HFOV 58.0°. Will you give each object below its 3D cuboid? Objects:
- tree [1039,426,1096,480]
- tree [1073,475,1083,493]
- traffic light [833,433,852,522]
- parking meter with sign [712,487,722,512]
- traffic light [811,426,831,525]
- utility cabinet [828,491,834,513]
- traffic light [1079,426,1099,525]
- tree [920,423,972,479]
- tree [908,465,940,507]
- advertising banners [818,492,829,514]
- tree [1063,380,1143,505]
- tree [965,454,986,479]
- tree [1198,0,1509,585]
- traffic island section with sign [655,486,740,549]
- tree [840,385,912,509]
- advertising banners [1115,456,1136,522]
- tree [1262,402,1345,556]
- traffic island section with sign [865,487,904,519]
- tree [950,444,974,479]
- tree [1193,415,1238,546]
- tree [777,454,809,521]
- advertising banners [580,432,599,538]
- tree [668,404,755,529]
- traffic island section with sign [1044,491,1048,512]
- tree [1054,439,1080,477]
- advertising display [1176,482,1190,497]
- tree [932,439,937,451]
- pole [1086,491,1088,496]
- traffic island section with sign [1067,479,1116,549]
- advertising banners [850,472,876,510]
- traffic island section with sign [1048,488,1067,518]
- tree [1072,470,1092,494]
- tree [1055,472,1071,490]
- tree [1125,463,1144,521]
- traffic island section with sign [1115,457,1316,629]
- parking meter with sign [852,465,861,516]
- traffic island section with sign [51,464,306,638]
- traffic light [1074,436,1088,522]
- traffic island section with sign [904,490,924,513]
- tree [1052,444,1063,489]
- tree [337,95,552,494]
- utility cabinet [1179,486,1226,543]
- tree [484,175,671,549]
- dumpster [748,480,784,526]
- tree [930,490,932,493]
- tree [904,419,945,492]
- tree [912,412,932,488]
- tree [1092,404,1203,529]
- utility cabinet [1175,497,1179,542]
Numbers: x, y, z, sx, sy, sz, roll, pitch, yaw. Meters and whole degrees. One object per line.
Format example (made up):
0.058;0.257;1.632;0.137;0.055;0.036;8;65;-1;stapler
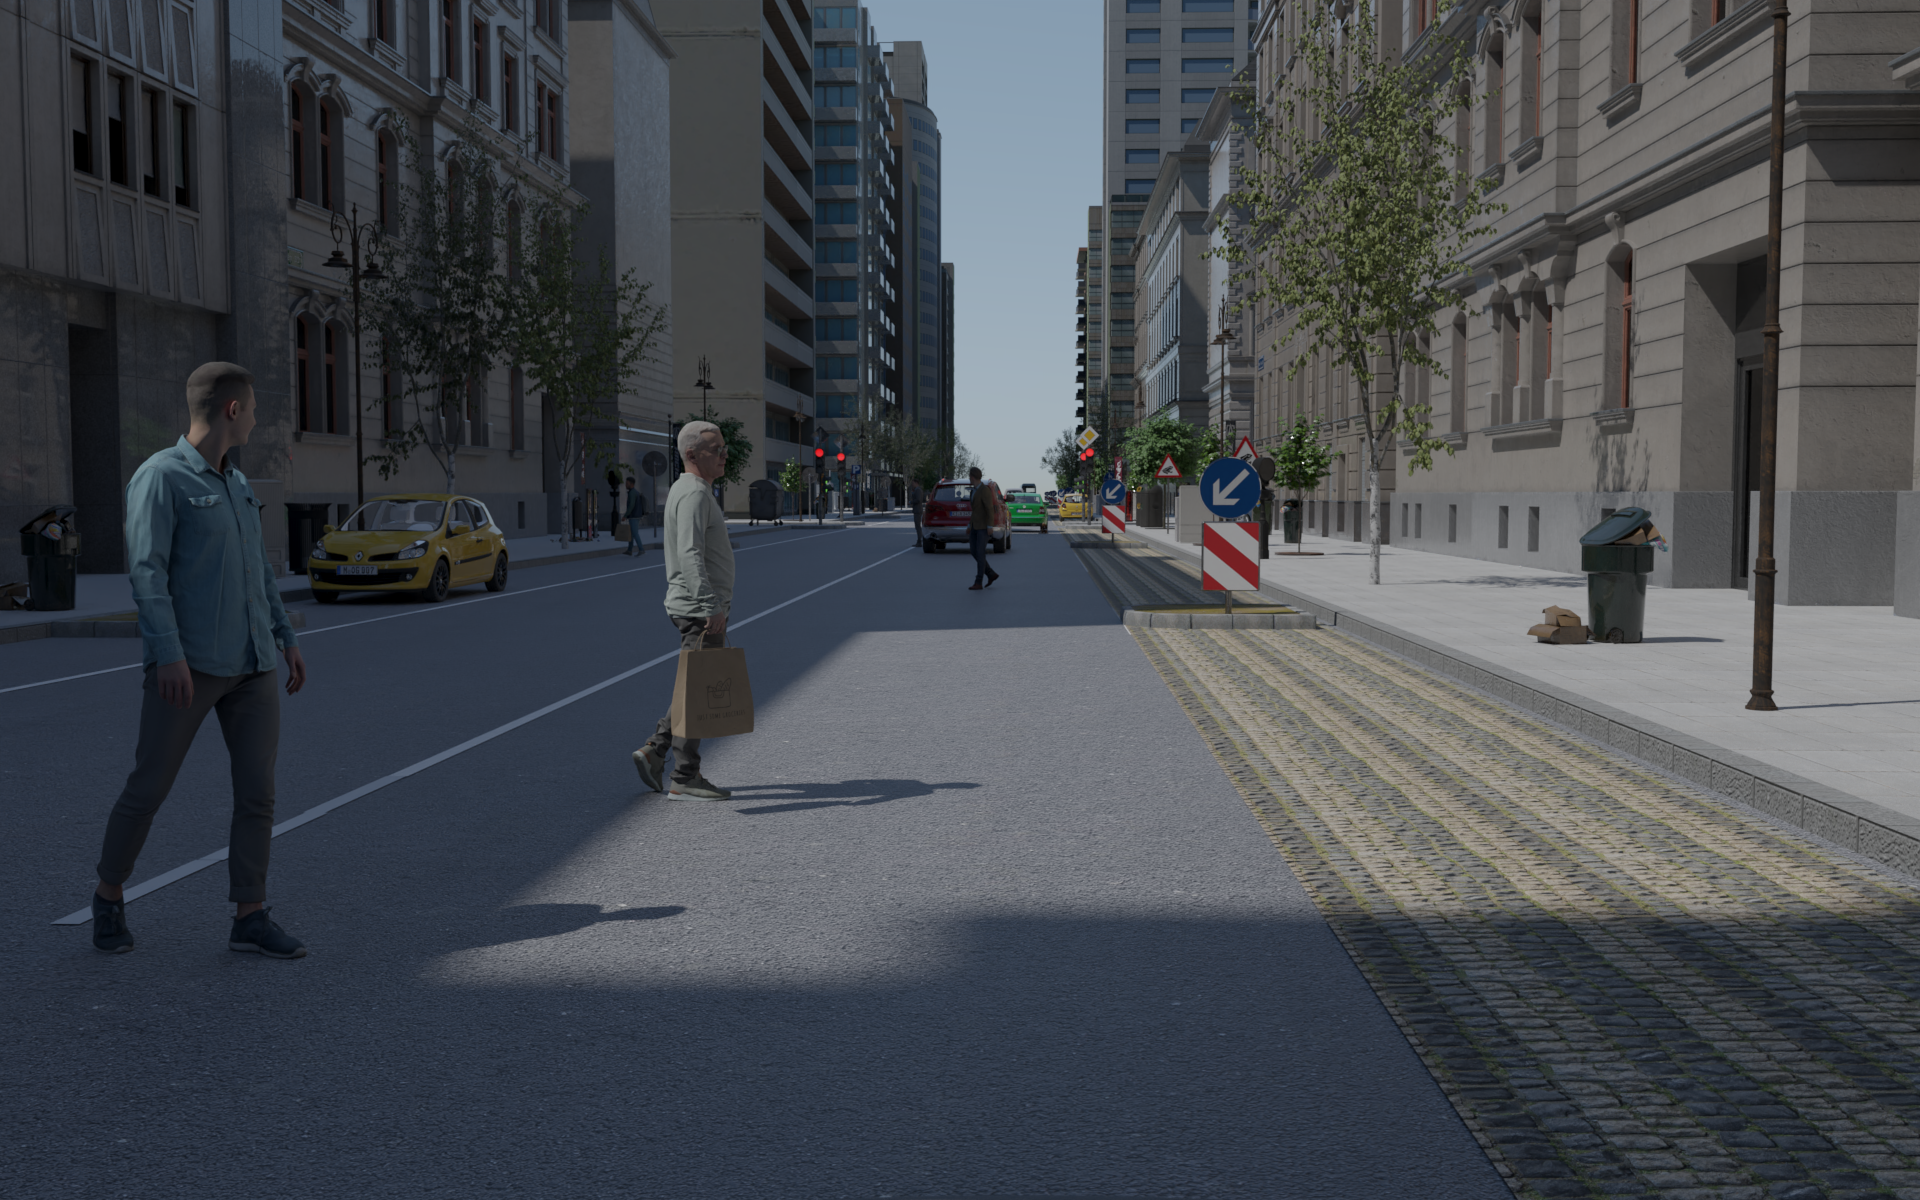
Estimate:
14.775;-18.495;236.806;8.767;10.594;7.601;1;4;15;tree
10.817;-9.583;151.282;1.663;3.219;1.824;0;3;0;tree
-5.416;-5.545;79.575;0.839;4.253;0.868;0;4;2;traffic light
-10.235;-4.466;69.281;0.543;3.016;1.738;3;5;44;parking meter with sign
-5.755;-5.057;71.598;0.839;4.253;0.868;0;4;2;traffic light
-8.662;-6.568;116.070;0.318;1.500;1.173;0;4;2;utility cabinet
5.297;-5.029;71.145;0.839;4.253;0.868;0;4;2;traffic light
-2.376;-17.915;227.315;8.767;10.594;7.601;1;4;9;tree
-3.697;-11.785;176.401;4.285;4.588;4.351;0;3;0;tree
-9.455;-7.046;111.391;2.074;3.025;0.090;-1;4;-17;advertising banners
9.358;-9.802;110.624;4.360;8.622;3.978;0;3;0;tree
2.431;-22.000;310.066;4.737;8.622;4.395;0;3;0;tree
5.702;-4.514;24.170;4.737;8.622;4.395;0;3;0;tree
-6.894;-2.273;45.791;1.989;1.847;2.006;0;4;2;traffic island section with sign
-6.357;-10.246;117.884;4.360;8.622;3.978;0;3;0;tree
7.832;-5.123;79.941;0.090;3.025;2.074;-3;4;-37;advertising banners
7.128;-2.561;36.476;1.663;3.219;1.824;0;3;0;tree
-4.515;-5.701;101.843;1.989;1.847;2.006;0;4;2;traffic island section with sign
0.068;-18.675;255.692;4.360;8.622;3.978;0;3;0;tree
6.228;-2.948;42.793;1.663;3.219;1.824;0;3;0;tree
-7.876;-5.406;82.989;1.663;3.219;1.824;0;3;0;tree
-10.604;-3.262;49.518;0.090;3.025;2.074;0;4;1;advertising banners
-9.109;-4.851;63.024;4.285;4.588;4.351;0;3;0;tree
7.461;-7.360;128.965;1.989;1.847;2.006;0;4;2;traffic island section with sign
14.099;-16.496;220.077;4.737;8.622;4.395;0;3;0;tree
11.756;-5.268;91.346;0.974;1.923;0.123;-3;5;-40;advertising display
-4.439;-12.132;148.727;4.360;8.622;3.978;0;3;0;tree
10.311;-8.976;140.605;0.158;3.312;0.155;0;3;0;pole
3.940;-2.293;46.117;1.989;1.847;2.006;0;4;2;traffic island section with sign
-7.837;-8.778;139.704;2.074;3.025;0.090;0;4;7;advertising banners
6.321;-5.713;102.034;1.989;1.847;2.006;0;4;2;traffic island section with sign
10.778;-8.916;129.485;4.285;4.588;4.351;0;3;0;tree
14.302;-13.831;209.843;4.285;4.588;4.351;0;3;0;tree
8.359;-5.364;82.300;1.663;3.219;1.824;0;3;0;tree
2.797;-0.646;19.186;1.989;1.847;2.006;0;4;2;traffic island section with sign
-6.182;-6.592;104.047;0.543;3.016;1.738;0;3;0;parking meter with sign
-8.071;-0.587;18.219;1.989;1.847;2.006;0;4;2;traffic island section with sign
5.636;-5.517;79.123;0.839;4.253;0.868;0;4;2;traffic light
-3.347;-7.395;129.528;1.989;1.847;2.006;0;4;2;traffic island section with sign
12.640;-14.978;195.248;4.360;8.622;3.978;0;3;0;tree
-9.634;-5.023;32.485;4.360;8.622;3.978;0;3;0;tree
6.318;-2.230;45.146;1.173;1.500;0.318;0;4;1;utility cabinet
-9.112;-5.491;40.148;4.737;8.622;4.395;0;3;0;tree
-7.801;-3.903;69.565;1.264;1.857;1.865;0;4;2;dumpster
-2.831;-12.231;194.573;1.663;3.219;1.824;0;3;0;tree
-3.629;-13.388;169.257;4.737;8.622;4.395;0;3;0;tree
-5.319;-11.233;134.018;4.360;8.622;3.978;0;3;0;tree
7.411;-4.875;63.426;4.285;4.588;4.351;0;3;0;tree
5.946;-2.170;46.637;0.306;1.237;1.020;0;4;4;utility cabinet
